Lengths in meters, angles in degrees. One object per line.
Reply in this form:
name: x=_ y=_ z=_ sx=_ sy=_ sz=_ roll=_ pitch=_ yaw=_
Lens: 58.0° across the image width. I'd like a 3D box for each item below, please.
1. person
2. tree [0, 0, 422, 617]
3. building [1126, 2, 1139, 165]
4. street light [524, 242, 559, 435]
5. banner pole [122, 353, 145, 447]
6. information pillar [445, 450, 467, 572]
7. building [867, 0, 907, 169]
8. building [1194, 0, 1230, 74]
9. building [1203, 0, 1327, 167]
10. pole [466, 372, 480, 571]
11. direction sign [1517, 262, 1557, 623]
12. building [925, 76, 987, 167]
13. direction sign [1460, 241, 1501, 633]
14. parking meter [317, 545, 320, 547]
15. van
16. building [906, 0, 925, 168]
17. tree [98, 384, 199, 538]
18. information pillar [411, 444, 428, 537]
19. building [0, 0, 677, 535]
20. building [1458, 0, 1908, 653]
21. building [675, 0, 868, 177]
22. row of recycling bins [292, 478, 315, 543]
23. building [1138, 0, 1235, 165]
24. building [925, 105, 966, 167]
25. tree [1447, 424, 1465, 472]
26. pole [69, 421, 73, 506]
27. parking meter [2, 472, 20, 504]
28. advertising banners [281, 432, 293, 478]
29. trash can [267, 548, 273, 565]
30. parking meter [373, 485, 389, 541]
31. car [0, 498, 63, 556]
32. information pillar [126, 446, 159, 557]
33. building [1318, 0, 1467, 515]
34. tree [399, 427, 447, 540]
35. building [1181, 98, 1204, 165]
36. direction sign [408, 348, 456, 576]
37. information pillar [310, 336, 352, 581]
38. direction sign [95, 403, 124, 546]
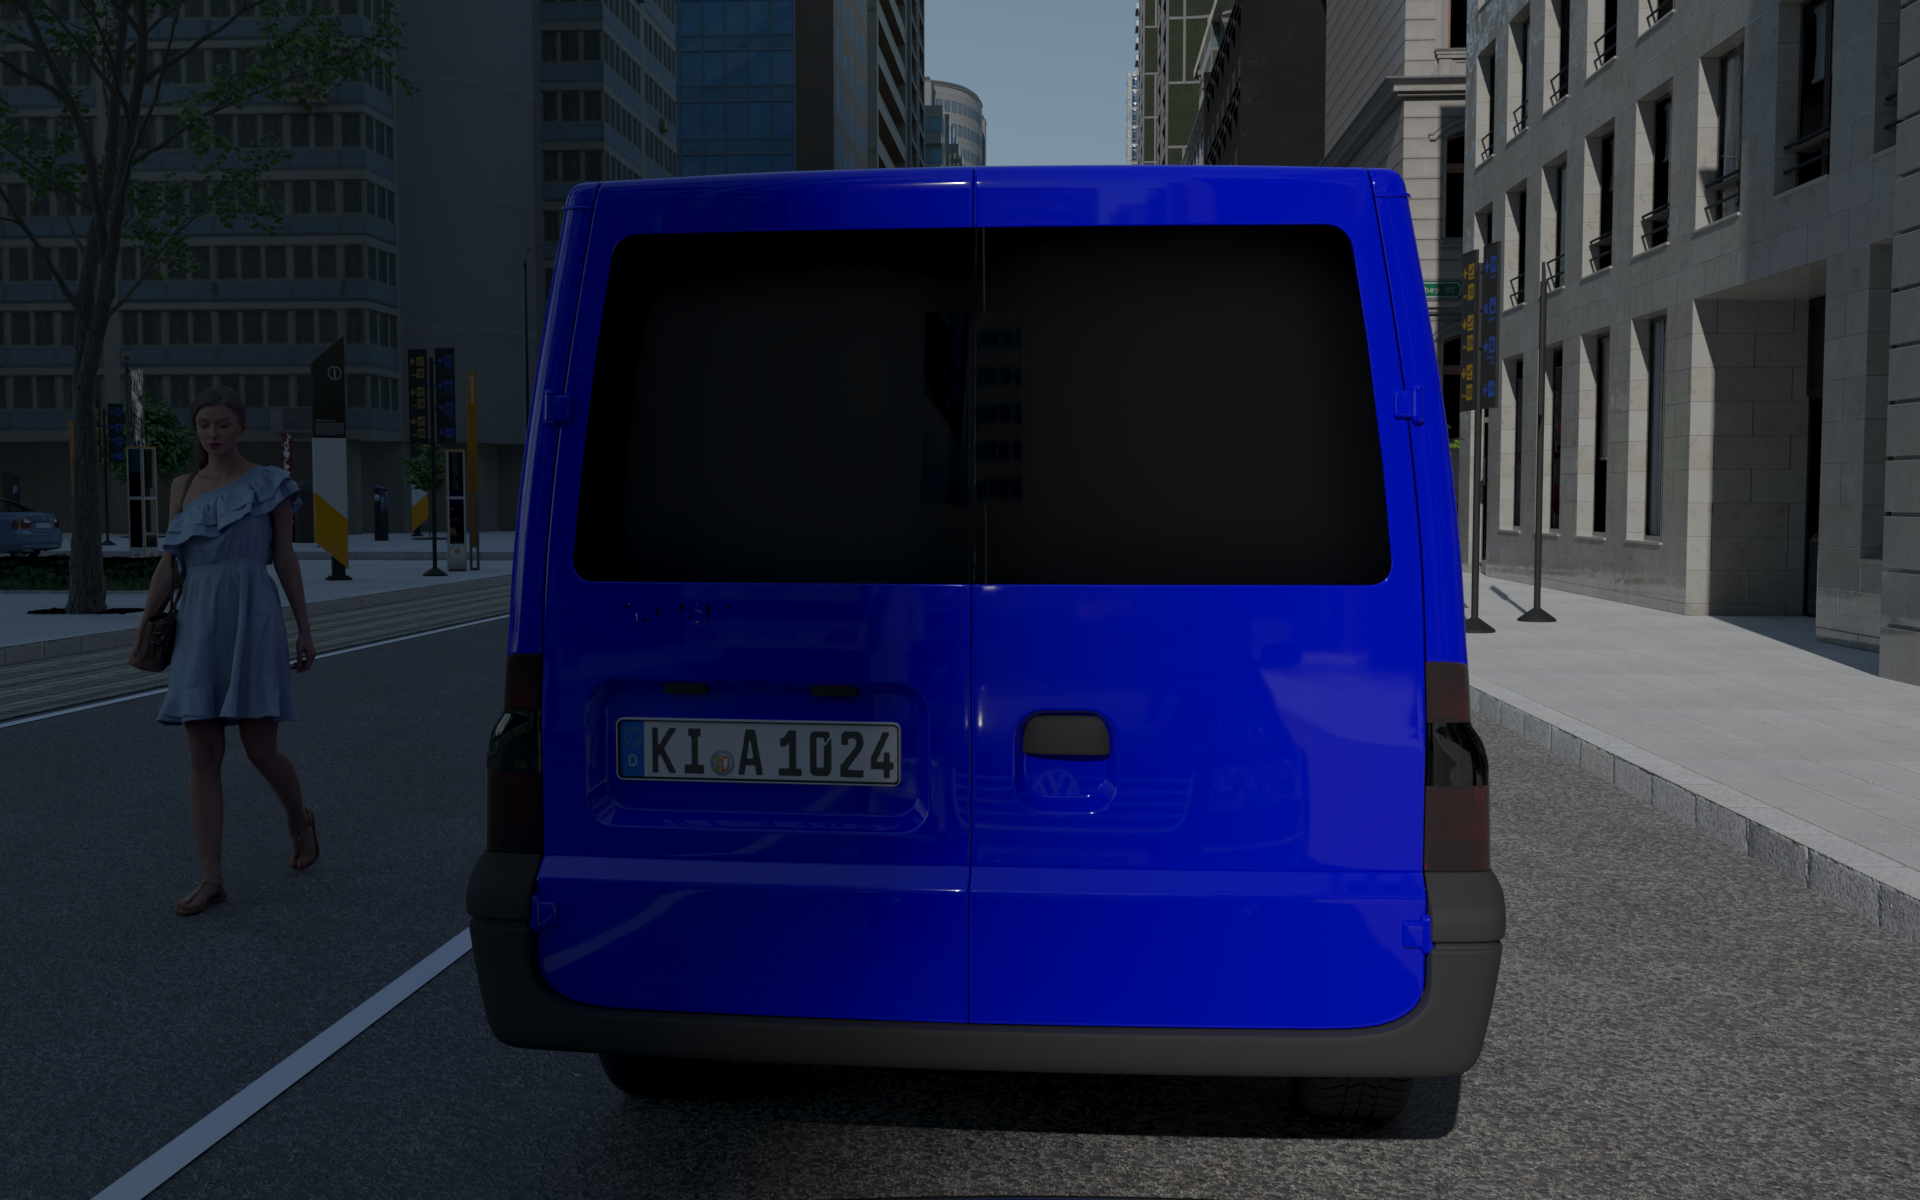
person: x=-2.628 y=0.146 z=6.200 sx=0.616 sy=1.811 sz=0.778 roll=0 pitch=4 yaw=7
tree: x=-9.242 y=-5.664 z=18.357 sx=9.928 sy=11.665 sz=9.643 roll=0 pitch=3 yaw=0
building: x=33.417 y=-57.638 z=255.046 sx=22.319 sy=86.520 sz=31.000 roll=0 pitch=4 yaw=4
street light: x=-7.334 y=-3.605 z=31.476 sx=1.470 sy=5.913 sz=1.316 roll=0 pitch=4 yaw=4
banner pole: x=-14.588 y=-2.484 z=30.634 sx=0.863 sy=3.779 sz=0.401 roll=3 pitch=5 yaw=41
information pillar: x=-8.367 y=-1.484 z=28.752 sx=0.304 sy=2.012 sz=0.304 roll=-1 pitch=4 yaw=-20
building: x=-15.445 y=-30.697 z=125.599 sx=21.300 sy=48.544 sz=21.600 roll=0 pitch=4 yaw=4
building: x=30.607 y=-26.767 z=129.515 sx=32.217 sy=40.220 sz=23.993 roll=0 pitch=4 yaw=4
building: x=15.666 y=-14.292 z=63.345 sx=12.332 sy=23.373 sz=15.834 roll=0 pitch=4 yaw=4
pole: x=-8.170 y=-2.153 z=29.049 sx=0.158 sy=3.312 sz=0.155 roll=0 pitch=3 yaw=0
direction sign: x=5.820 y=-1.552 z=17.369 sx=0.379 sy=3.537 sz=0.876 roll=1 pitch=4 yaw=19
building: x=-7.451 y=-43.049 z=245.841 sx=21.231 sy=58.520 sz=28.212 roll=0 pitch=4 yaw=4
direction sign: x=4.787 y=-1.469 z=16.009 sx=0.379 sy=3.537 sz=0.876 roll=0 pitch=4 yaw=-4
parking meter: x=-15.300 y=-2.038 z=41.730 sx=0.372 sy=1.533 sz=0.369 roll=0 pitch=3 yaw=0
van: x=0.263 y=-0.080 z=5.697 sx=2.240 sy=2.365 sz=5.245 roll=0 pitch=4 yaw=5
building: x=-11.741 y=-44.546 z=166.578 sx=20.563 sy=71.187 sz=20.611 roll=0 pitch=4 yaw=4
tree: x=-24.237 y=-4.135 z=51.317 sx=4.285 sy=4.588 sz=4.351 roll=0 pitch=3 yaw=0
information pillar: x=-16.356 y=-3.731 z=52.359 sx=0.504 sy=3.616 sz=0.183 roll=-2 pitch=4 yaw=-30
building: x=-24.063 y=-22.805 z=64.743 sx=32.217 sy=40.220 sz=23.993 roll=0 pitch=4 yaw=4
building: x=12.992 y=-10.090 z=19.729 sx=10.420 sy=20.320 sz=16.860 roll=0 pitch=4 yaw=4
building: x=-12.598 y=-27.014 z=91.790 sx=14.600 sy=45.320 sz=14.200 roll=0 pitch=4 yaw=4
row of recycling bins: x=-18.276 y=-2.392 z=46.228 sx=3.534 sy=1.692 sz=1.069 roll=2 pitch=4 yaw=30
building: x=30.458 y=-47.519 z=215.179 sx=20.563 sy=71.187 sz=20.611 roll=0 pitch=4 yaw=4
building: x=-10.715 y=-36.471 z=215.902 sx=23.786 sy=49.044 sz=30.456 roll=0 pitch=4 yaw=4
tree: x=6.402 y=-1.855 z=24.925 sx=1.663 sy=3.219 sz=1.824 roll=0 pitch=3 yaw=0
pole: x=-24.705 y=-3.330 z=48.297 sx=0.158 sy=3.312 sz=0.155 roll=0 pitch=3 yaw=0
parking meter: x=-25.539 y=-2.504 z=46.647 sx=0.255 sy=1.863 sz=0.399 roll=1 pitch=4 yaw=8
advertising banners: x=-19.728 y=-3.266 z=49.594 sx=2.074 sy=3.025 sz=0.090 roll=2 pitch=4 yaw=33
trash can: x=-12.798 y=-1.220 z=31.597 sx=0.748 sy=1.137 sz=0.748 roll=0 pitch=3 yaw=0
parking meter: x=-15.870 y=-2.389 z=47.478 sx=0.372 sy=1.533 sz=0.369 roll=0 pitch=3 yaw=0
car: x=-21.181 y=-1.476 z=36.129 sx=4.499 sy=1.417 sz=2.014 roll=0 pitch=4 yaw=4
information pillar: x=-12.674 y=-1.368 z=26.865 sx=0.304 sy=2.012 sz=0.304 roll=1 pitch=4 yaw=17
building: x=21.616 y=-15.760 z=45.064 sx=23.554 sy=28.519 sz=14.401 roll=0 pitch=4 yaw=4
tree: x=-15.049 y=-3.319 z=48.870 sx=1.663 sy=3.219 sz=1.824 roll=0 pitch=3 yaw=0
building: x=15.872 y=-14.224 z=81.711 sx=9.793 sy=20.994 sz=18.267 roll=0 pitch=4 yaw=4
direction sign: x=-8.224 y=-2.143 z=27.028 sx=0.876 sy=3.537 sz=0.379 roll=1 pitch=4 yaw=23
information pillar: x=-9.312 y=-2.096 z=25.621 sx=0.504 sy=3.616 sz=0.183 roll=-3 pitch=4 yaw=-38
direction sign: x=-21.321 y=-3.133 z=43.220 sx=0.876 sy=3.537 sz=0.379 roll=-3 pitch=5 yaw=-43
